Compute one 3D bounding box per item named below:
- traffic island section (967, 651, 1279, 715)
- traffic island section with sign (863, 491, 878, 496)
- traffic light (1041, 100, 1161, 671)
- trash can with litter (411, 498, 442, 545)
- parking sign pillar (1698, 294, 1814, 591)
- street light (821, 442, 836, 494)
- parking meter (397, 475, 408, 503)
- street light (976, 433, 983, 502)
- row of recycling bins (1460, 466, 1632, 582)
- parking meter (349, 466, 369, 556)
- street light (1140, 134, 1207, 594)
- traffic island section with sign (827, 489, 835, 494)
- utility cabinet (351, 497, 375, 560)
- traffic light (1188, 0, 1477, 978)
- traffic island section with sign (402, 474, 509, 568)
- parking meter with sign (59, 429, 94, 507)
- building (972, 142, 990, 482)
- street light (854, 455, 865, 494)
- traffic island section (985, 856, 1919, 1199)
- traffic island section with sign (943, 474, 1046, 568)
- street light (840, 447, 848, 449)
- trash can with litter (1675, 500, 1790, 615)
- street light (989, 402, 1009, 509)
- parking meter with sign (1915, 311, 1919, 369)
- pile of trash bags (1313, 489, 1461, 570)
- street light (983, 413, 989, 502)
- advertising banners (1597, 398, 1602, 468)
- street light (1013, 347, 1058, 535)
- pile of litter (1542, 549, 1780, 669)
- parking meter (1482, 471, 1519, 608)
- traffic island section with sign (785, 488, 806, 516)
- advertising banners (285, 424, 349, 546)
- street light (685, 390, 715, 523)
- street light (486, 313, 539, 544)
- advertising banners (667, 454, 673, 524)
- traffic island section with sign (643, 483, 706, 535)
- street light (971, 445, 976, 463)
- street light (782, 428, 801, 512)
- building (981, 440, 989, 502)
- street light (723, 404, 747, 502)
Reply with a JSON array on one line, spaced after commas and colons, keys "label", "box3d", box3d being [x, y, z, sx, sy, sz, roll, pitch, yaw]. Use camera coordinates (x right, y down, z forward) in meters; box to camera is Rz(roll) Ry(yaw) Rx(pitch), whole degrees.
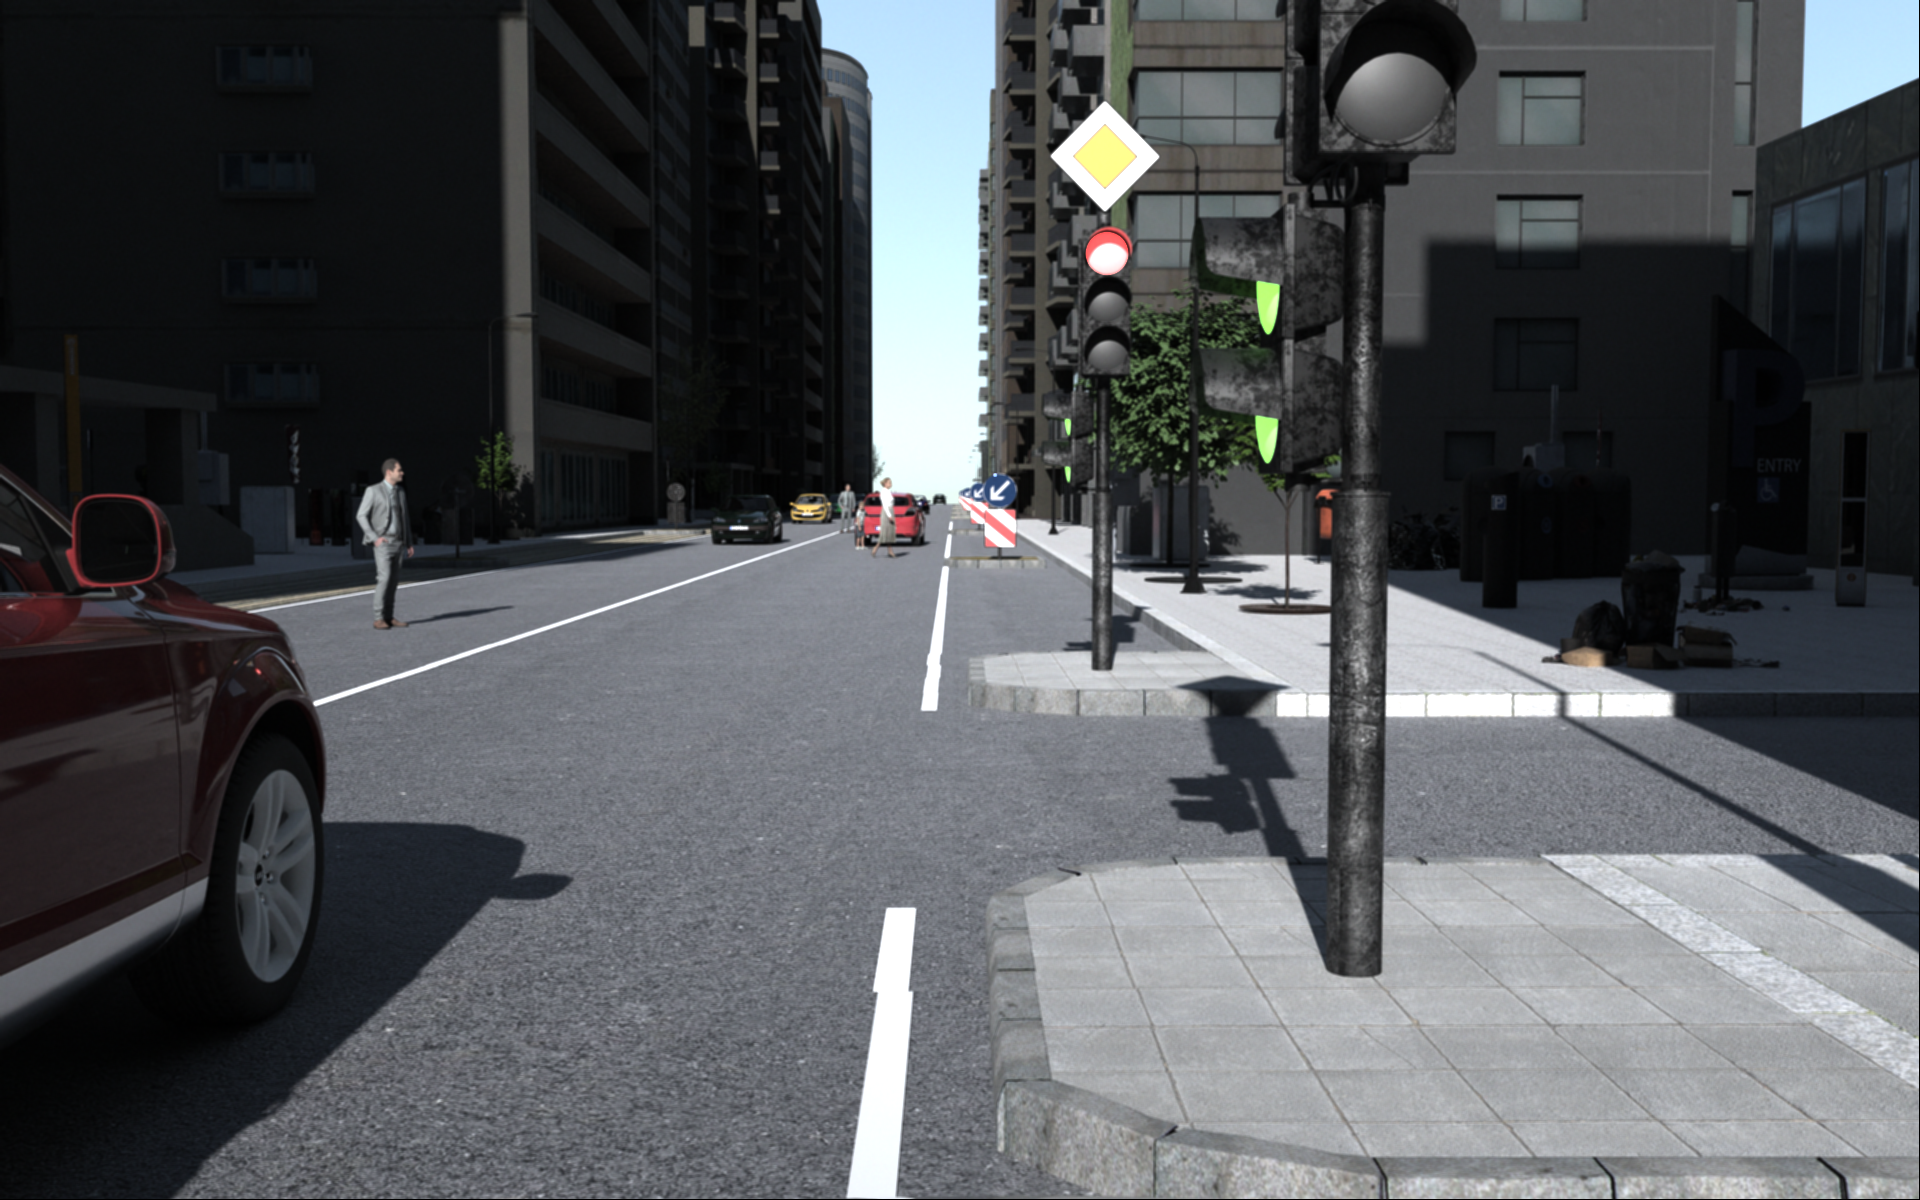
[{"label": "traffic island section", "box3d": [1.058, 0.589, 12.651, 2.009, 0.180, 2.903, 0, 4, 0]}, {"label": "traffic island section with sign", "box3d": [-10.495, -11.396, 194.958, 1.989, 1.847, 2.006, 0, 4, 0]}, {"label": "traffic light", "box3d": [1.018, -1.444, 12.537, 0.839, 4.253, 0.868, 0, 4, 0]}, {"label": "trash can with litter", "box3d": [-13.620, -1.989, 43.913, 1.055, 1.170, 0.624, -1, 4, -11]}, {"label": "parking sign pillar", "box3d": [10.866, -2.145, 23.548, 1.447, 3.967, 1.447, -1, 4, -13]}, {"label": "street light", "box3d": [-11.705, -11.054, 153.274, 1.470, 5.913, 1.316, 0, 4, 0]}, {"label": "parking meter", "box3d": [-14.934, -2.475, 46.177, 0.399, 1.863, 0.255, -1, 4, -18]}, {"label": "street light", "box3d": [2.179, -9.761, 132.137, 1.470, 5.913, 1.316, 0, 4, 0]}, {"label": "row of recycling bins", "box3d": [8.869, -1.172, 26.269, 3.534, 1.692, 1.069, -2, 4, -35]}, {"label": "parking meter", "box3d": [-12.396, -1.839, 35.784, 0.399, 1.863, 0.255, 3, 5, 44]}, {"label": "street light", "box3d": [2.490, -3.043, 22.286, 1.470, 5.913, 1.316, 0, 4, 0]}, {"label": "traffic island section with sign", "box3d": [-10.324, -8.013, 139.638, 1.989, 1.847, 2.006, 0, 4, 0]}, {"label": "utility cabinet", "box3d": [-11.618, -1.419, 34.368, 0.306, 1.237, 1.020, 1, 4, 17]}, {"label": "traffic light", "box3d": [1.043, -0.956, 4.552, 0.839, 4.253, 0.868, 0, 4, 0]}, {"label": "traffic island section with sign", "box3d": [-9.995, -1.556, 34.074, 1.989, 1.847, 2.006, 0, 4, 0]}, {"label": "parking meter with sign", "box3d": [-23.907, -3.033, 45.856, 1.738, 3.016, 0.543, -2, 4, -30]}, {"label": "building", "box3d": [13.607, -37.428, 231.552, 23.786, 49.044, 30.456, 0, 4, 0]}, {"label": "street light", "box3d": [-11.979, -14.227, 205.144, 1.470, 5.913, 1.316, 0, 4, 0]}, {"label": "traffic island section", "box3d": [1.083, 1.077, 4.666, 2.009, 0.180, 2.903, 0, 4, 0]}, {"label": "traffic island section with sign", "box3d": [0.667, -1.577, 34.408, 1.989, 1.847, 2.006, 0, 4, 0]}, {"label": "street light", "box3d": [-11.890, -12.228, 172.469, 1.470, 5.913, 1.316, 0, 4, 0]}, {"label": "trash can with litter", "box3d": [8.355, -0.507, 19.350, 1.678, 1.210, 2.233, 2, 4, 32]}, {"label": "street light", "box3d": [2.359, -7.043, 87.688, 1.470, 5.913, 1.316, 0, 4, 0]}, {"label": "parking meter with sign", "box3d": [9.800, -1.206, 15.974, 0.543, 3.016, 1.738, -2, 4, -35]}, {"label": "pile of trash bags", "box3d": [7.502, -1.287, 30.790, 1.912, 1.369, 3.447, -2, 4, -29]}, {"label": "street light", "box3d": [2.213, -7.747, 99.201, 1.470, 5.913, 1.316, 0, 4, 0]}, {"label": "advertising banners", "box3d": [12.040, -2.234, 32.706, 0.090, 3.025, 2.074, 1, 4, 20]}, {"label": "street light", "box3d": [2.425, -5.031, 54.801, 1.470, 5.913, 1.316, 0, 4, 0]}, {"label": "pile of litter", "box3d": [5.326, 0.054, 13.090, 1.719, 0.858, 1.176, 1, 4, 22]}, {"label": "parking meter", "box3d": [6.109, -0.682, 19.564, 0.372, 1.533, 0.369, 0, 3, 0]}, {"label": "traffic island section with sign", "box3d": [-10.238, -6.335, 112.208, 1.989, 1.847, 2.006, 0, 4, 0]}, {"label": "advertising banners", "box3d": [-16.007, -2.867, 43.057, 2.074, 3.025, 0.090, 2, 4, 28]}, {"label": "street light", "box3d": [-11.585, -6.399, 77.161, 1.470, 5.913, 1.316, 0, 4, 0]}, {"label": "street light", "box3d": [-11.483, -4.400, 44.482, 1.470, 5.913, 1.316, 0, 4, 0]}, {"label": "advertising banners", "box3d": [-12.533, -4.816, 74.929, 0.090, 3.025, 2.074, -1, 4, -15]}, {"label": "traffic island section with sign", "box3d": [-10.085, -3.228, 61.411, 1.989, 1.847, 2.006, 0, 4, 0]}, {"label": "street light", "box3d": [1.999, -11.725, 164.244, 1.470, 5.913, 1.316, 0, 4, 0]}, {"label": "street light", "box3d": [-11.766, -9.087, 121.112, 1.470, 5.913, 1.316, 0, 4, 0]}, {"label": "building", "box3d": [13.837, -54.255, 199.738, 22.319, 86.520, 31.000, 0, 4, 0]}, {"label": "street light", "box3d": [-11.601, -7.119, 88.931, 1.470, 5.913, 1.316, 0, 4, 0]}]
